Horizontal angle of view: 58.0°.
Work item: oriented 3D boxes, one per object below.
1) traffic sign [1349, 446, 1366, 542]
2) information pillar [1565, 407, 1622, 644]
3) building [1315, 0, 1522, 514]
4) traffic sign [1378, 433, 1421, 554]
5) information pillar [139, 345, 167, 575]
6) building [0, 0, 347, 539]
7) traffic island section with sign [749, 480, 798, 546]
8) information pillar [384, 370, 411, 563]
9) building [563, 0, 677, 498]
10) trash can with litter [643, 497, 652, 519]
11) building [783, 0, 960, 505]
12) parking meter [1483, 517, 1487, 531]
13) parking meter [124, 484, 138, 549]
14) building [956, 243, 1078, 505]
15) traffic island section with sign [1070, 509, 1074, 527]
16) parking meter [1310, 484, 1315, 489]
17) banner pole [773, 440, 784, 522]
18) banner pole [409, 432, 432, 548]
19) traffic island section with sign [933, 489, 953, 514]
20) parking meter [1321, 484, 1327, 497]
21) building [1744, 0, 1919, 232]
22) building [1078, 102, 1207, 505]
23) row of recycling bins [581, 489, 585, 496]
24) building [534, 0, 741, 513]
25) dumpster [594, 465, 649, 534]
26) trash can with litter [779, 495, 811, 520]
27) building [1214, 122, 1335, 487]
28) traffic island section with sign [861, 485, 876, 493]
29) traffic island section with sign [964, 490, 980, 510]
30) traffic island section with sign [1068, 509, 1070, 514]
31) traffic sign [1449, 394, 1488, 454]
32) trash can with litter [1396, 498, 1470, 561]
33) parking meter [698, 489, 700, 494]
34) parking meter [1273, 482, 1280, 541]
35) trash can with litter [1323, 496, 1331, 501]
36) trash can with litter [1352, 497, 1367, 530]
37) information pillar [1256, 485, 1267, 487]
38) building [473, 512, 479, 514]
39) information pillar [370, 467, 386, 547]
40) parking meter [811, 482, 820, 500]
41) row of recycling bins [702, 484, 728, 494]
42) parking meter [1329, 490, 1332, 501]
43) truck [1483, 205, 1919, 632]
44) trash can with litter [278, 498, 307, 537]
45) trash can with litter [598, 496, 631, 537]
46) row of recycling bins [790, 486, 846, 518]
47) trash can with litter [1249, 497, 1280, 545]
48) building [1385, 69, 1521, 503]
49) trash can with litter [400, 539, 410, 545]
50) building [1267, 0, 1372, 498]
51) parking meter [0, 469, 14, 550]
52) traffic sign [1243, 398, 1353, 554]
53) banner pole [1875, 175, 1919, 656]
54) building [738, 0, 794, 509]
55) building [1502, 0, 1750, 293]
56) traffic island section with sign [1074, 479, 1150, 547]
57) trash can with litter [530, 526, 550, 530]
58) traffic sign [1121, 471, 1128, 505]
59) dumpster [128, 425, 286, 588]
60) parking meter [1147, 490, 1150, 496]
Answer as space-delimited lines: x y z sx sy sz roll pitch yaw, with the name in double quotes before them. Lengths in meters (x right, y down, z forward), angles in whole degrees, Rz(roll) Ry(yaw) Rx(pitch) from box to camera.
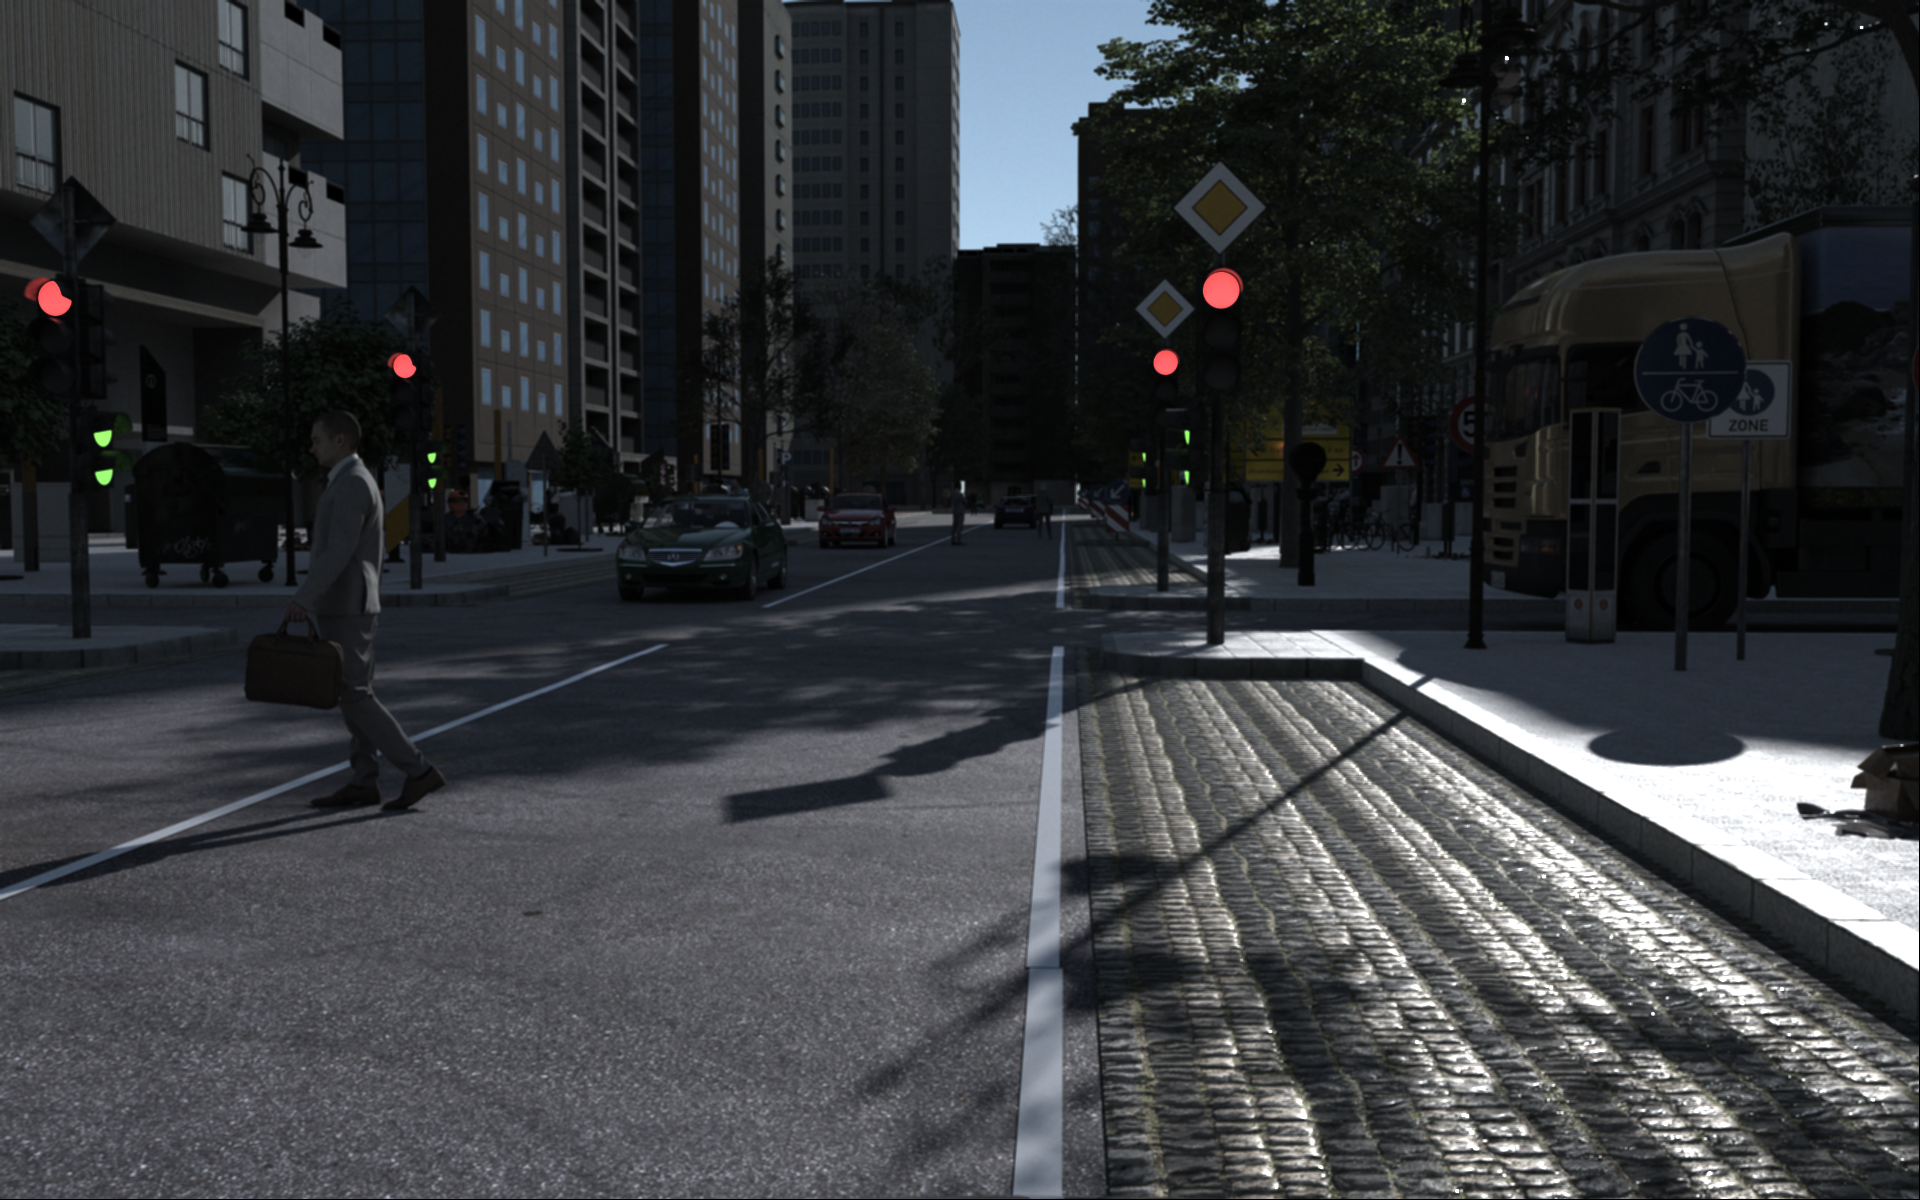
"traffic sign" 10.461 -2.828 46.336 0.768 2.556 0.104 0 4 6
"information pillar" 5.446 -0.637 14.908 0.304 2.012 0.304 -2 4 -25
"building" 40.475 -25.814 113.939 32.217 40.220 23.993 0 4 3
"traffic sign" 9.389 -2.265 37.035 0.884 2.594 0.081 0 4 8
"information pillar" -12.756 -2.207 27.437 0.183 3.616 0.504 1 4 15
"building" -35.956 -28.242 50.995 28.713 52.752 27.495 0 4 3
"traffic island section with sign" -5.562 -2.407 47.987 1.989 1.847 2.006 0 4 3
"information pillar" -10.538 -2.510 32.399 0.504 3.616 0.183 -3 4 -38
"building" -29.316 -41.056 109.511 20.563 71.187 20.611 0 4 3
"trash can with litter" -16.489 -4.783 89.585 0.624 1.170 1.055 3 5 44
"building" -14.244 -40.636 206.398 28.212 58.520 21.231 0 4 3
"parking meter" 12.359 -2.133 40.581 0.255 1.863 0.399 -2 4 -30
"parking meter" -19.362 -1.968 40.593 0.372 1.533 0.369 0 3 0
"building" 6.679 -26.362 202.712 14.107 30.474 14.160 0 4 3
"traffic island section with sign" 5.848 -4.051 74.864 1.989 1.847 2.006 0 4 3
"parking meter" 16.997 -4.786 83.959 0.399 1.863 0.255 2 4 28
"banner pole" -8.842 -5.741 83.876 0.401 3.779 0.863 2 4 27
"banner pole" -12.607 -3.105 40.780 0.863 3.779 0.401 1 4 20
"traffic island section with sign" -0.911 -7.118 124.999 1.989 1.847 2.006 0 4 3
"parking meter" 20.478 -5.598 97.233 0.399 1.863 0.255 2 4 25
"building" 28.642 -11.306 39.604 16.860 20.320 10.420 0 4 3
"building" 20.797 -33.708 201.233 14.200 45.320 14.600 0 4 3
"row of recycling bins" -16.222 -4.447 79.828 1.069 1.692 3.534 1 4 22
"building" -24.403 -29.193 127.410 14.600 45.320 14.200 0 4 3
"dumpster" -11.200 -3.335 57.026 1.502 2.255 1.985 0 4 3
"trash can with litter" -7.944 -4.600 86.259 2.233 1.210 1.678 -1 4 -18
"building" 42.524 -33.589 203.797 28.867 44.769 22.147 0 4 3
"traffic island section with sign" -3.933 -4.059 74.985 1.989 1.847 2.006 0 4 3
"traffic island section with sign" 0.729 -8.775 152.096 1.989 1.847 2.006 0 4 3
"traffic island section with sign" 8.833 -7.081 124.402 1.989 1.847 2.006 0 4 3
"traffic sign" 6.614 -1.347 22.123 0.768 2.556 0.104 0 4 6
"trash can with litter" 9.610 -1.418 34.248 1.678 1.210 2.233 0 4 6
"parking meter" -14.142 -5.182 93.141 0.372 1.533 0.369 0 3 0
"parking meter" 8.652 -2.514 46.809 0.255 1.863 0.399 -1 4 -9
"trash can with litter" 17.355 -4.329 82.171 0.624 1.170 1.055 2 4 31
"trash can with litter" 14.252 -3.059 61.403 0.624 1.170 1.055 -1 4 -9
"information pillar" 11.827 -3.882 67.958 0.304 2.012 0.304 -1 4 -22
"building" -27.212 -26.312 80.315 14.600 45.320 14.200 0 4 3
"information pillar" -14.000 -2.267 41.549 0.304 2.012 0.304 2 4 23
"parking meter" -7.069 -4.822 84.548 0.399 1.863 0.255 2 4 32
"row of recycling bins" -10.176 -3.979 72.174 1.069 1.692 3.534 -1 4 -12
"parking meter" 20.818 -5.402 96.739 0.372 1.533 0.369 0 3 0
"truck" 10.628 -1.778 17.980 11.283 4.237 2.839 0 4 2
"trash can with litter" -20.144 -2.549 52.739 2.233 1.210 1.678 -1 4 -15
"trash can with litter" -10.300 -2.567 53.026 1.678 1.210 2.233 -2 4 -26
"row of recycling bins" -7.945 -5.332 94.287 3.534 1.692 1.069 -1 4 -19
"trash can with litter" 7.739 -2.076 44.999 1.678 1.210 2.233 1 4 11
"building" 29.554 -14.845 84.513 13.314 21.916 24.055 0 4 3
"trash can with litter" -14.528 -1.973 43.309 2.233 1.210 1.678 0 4 1
"building" 38.029 -50.651 140.822 22.319 86.520 31.000 0 4 3
"parking meter" -21.952 -2.091 39.895 0.255 1.863 0.399 -1 4 -15
"traffic sign" 7.164 -2.625 36.796 2.265 3.308 0.079 1 4 11
"banner pole" 7.703 -1.440 13.567 0.863 3.779 0.401 3 5 43
"building" -26.625 -32.229 150.648 21.600 48.544 21.300 0 4 3
"building" 28.523 -16.687 60.226 14.401 28.519 23.554 0 4 3
"traffic island section with sign" 4.216 -2.397 47.816 1.989 1.847 2.006 0 4 3
"trash can with litter" -14.270 -3.083 61.464 2.233 1.210 1.678 2 4 28
"traffic sign" 9.090 -5.775 94.424 0.884 2.594 0.081 0 4 6
"dumpster" -10.529 -1.335 24.323 1.502 2.255 1.985 0 4 3
"parking meter" 9.077 -4.779 83.854 0.255 1.863 0.399 0 4 5
